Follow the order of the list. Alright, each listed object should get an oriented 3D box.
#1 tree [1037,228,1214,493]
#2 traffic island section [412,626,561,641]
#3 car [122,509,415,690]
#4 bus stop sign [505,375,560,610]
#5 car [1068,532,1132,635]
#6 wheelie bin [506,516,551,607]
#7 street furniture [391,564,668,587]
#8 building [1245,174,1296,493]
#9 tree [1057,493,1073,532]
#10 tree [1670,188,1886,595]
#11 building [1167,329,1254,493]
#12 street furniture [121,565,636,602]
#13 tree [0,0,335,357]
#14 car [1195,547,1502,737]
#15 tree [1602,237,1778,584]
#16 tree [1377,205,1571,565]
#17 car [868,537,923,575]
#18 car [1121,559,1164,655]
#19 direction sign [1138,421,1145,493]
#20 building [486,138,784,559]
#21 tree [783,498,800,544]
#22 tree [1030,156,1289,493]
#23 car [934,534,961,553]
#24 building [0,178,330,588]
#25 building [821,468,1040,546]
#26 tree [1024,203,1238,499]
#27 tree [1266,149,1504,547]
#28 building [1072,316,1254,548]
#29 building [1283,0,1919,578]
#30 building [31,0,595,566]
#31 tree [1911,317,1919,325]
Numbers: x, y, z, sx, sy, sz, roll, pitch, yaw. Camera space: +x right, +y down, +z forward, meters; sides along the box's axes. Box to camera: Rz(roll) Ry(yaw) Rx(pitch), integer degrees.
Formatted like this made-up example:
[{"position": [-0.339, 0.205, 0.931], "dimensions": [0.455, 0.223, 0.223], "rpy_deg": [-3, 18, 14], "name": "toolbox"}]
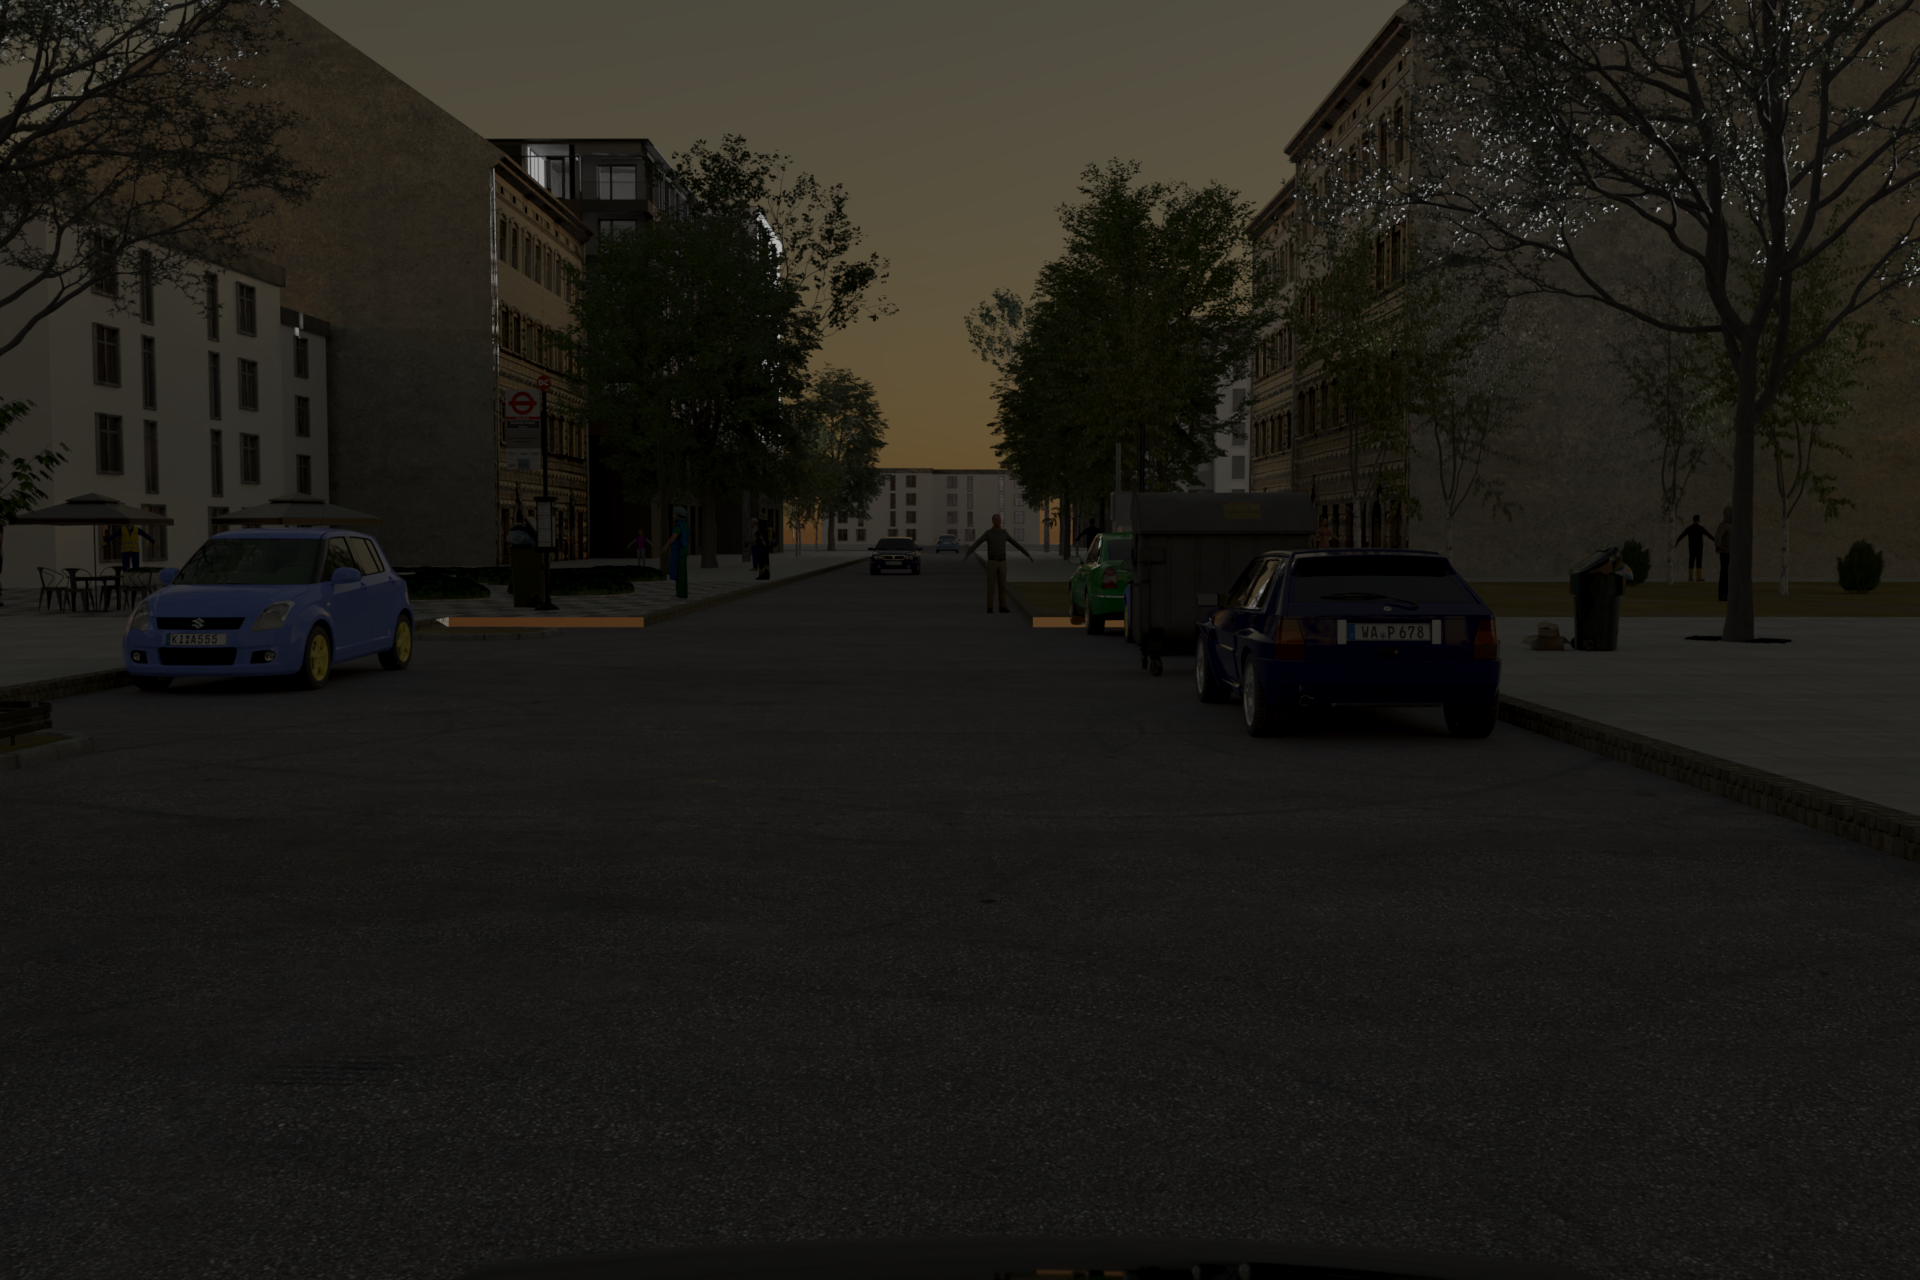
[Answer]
[{"position": [4.160, -5.541, 40.950], "dimensions": [4.737, 8.622, 4.395], "rpy_deg": [0, 3, 0], "name": "tree"}, {"position": [-6.702, -0.085, 24.262], "dimensions": [1.991, 0.108, 1.994], "rpy_deg": [0, 4, 1], "name": "traffic island section"}, {"position": [-6.710, -0.455, 17.024], "dimensions": [1.945, 1.707, 3.694], "rpy_deg": [0, 4, 0], "name": "car"}, {"position": [-7.205, -2.476, 29.189], "dimensions": [0.855, 3.939, 0.416], "rpy_deg": [0, 4, -1], "name": "bus stop sign"}, {"position": [2.651, -1.052, 26.003], "dimensions": [1.959, 1.807, 4.718], "rpy_deg": [0, 4, -1], "name": "car"}, {"position": [-7.560, -1.377, 30.416], "dimensions": [0.693, 1.594, 0.980], "rpy_deg": [0, 4, -1], "name": "wheelie bin"}, {"position": [-12.416, -1.746, 44.168], "dimensions": [10.072, 0.657, 5.734], "rpy_deg": [-1, 4, -15], "name": "street furniture"}, {"position": [23.794, -15.071, 77.345], "dimensions": [19.493, 23.208, 18.063], "rpy_deg": [0, 3, 0], "name": "building"}, {"position": [14.375, -16.445, 219.237], "dimensions": [4.737, 8.622, 4.395], "rpy_deg": [0, 3, 0], "name": "tree"}, {"position": [17.177, -5.242, 36.063], "dimensions": [4.737, 8.622, 4.395], "rpy_deg": [0, 3, 0], "name": "tree"}, {"position": [24.358, -18.520, 159.225], "dimensions": [16.016, 20.090, 11.380], "rpy_deg": [0, 4, 0], "name": "building"}, {"position": [-12.128, -1.242, 35.927], "dimensions": [10.072, 0.657, 5.734], "rpy_deg": [1, 4, 15], "name": "street furniture"}, {"position": [-12.458, -6.759, 20.887], "dimensions": [12.009, 13.543, 11.850], "rpy_deg": [0, 3, 0], "name": "tree"}, {"position": [2.890, -0.059, 13.545], "dimensions": [1.945, 1.354, 3.894], "rpy_deg": [0, 3, 0], "name": "car"}, {"position": [17.883, -5.725, 43.960], "dimensions": [4.360, 8.622, 3.978], "rpy_deg": [0, 3, 0], "name": "tree"}, {"position": [11.094, -5.445, 39.390], "dimensions": [4.360, 8.622, 3.978], "rpy_deg": [0, 3, 0], "name": "tree"}, {"position": [-2.293, -3.013, 61.845], "dimensions": [1.945, 1.354, 3.894], "rpy_deg": [0, 4, 0], "name": "car"}, {"position": [3.022, -0.743, 21.743], "dimensions": [1.945, 1.707, 3.694], "rpy_deg": [0, 4, 0], "name": "car"}, {"position": [3.695, -2.650, 35.330], "dimensions": [0.379, 3.537, 0.876], "rpy_deg": [0, 4, -1], "name": "direction sign"}, {"position": [-26.522, -16.035, 106.149], "dimensions": [27.936, 21.610, 32.646], "rpy_deg": [0, 4, 0], "name": "building"}, {"position": [-21.666, -16.640, 222.432], "dimensions": [4.737, 8.622, 4.395], "rpy_deg": [0, 3, 0], "name": "tree"}, {"position": [5.591, -7.499, 48.365], "dimensions": [9.928, 11.665, 9.643], "rpy_deg": [0, 3, 0], "name": "tree"}, {"position": [-0.953, -7.200, 129.720], "dimensions": [2.014, 1.417, 4.499], "rpy_deg": [0, 4, 0], "name": "car"}, {"position": [-25.809, -6.891, 54.807], "dimensions": [9.099, 9.664, 28.070], "rpy_deg": [0, 4, 0], "name": "building"}, {"position": [-3.711, -16.894, 220.821], "dimensions": [28.070, 9.664, 9.099], "rpy_deg": [0, 4, -4], "name": "building"}, {"position": [5.863, -8.635, 59.315], "dimensions": [7.486, 12.596, 7.792], "rpy_deg": [0, 3, 0], "name": "tree"}, {"position": [7.929, -5.082, 33.453], "dimensions": [4.737, 8.622, 4.395], "rpy_deg": [0, 3, 0], "name": "tree"}, {"position": [25.399, -20.479, 178.811], "dimensions": [27.936, 21.610, 32.646], "rpy_deg": [0, 4, 0], "name": "building"}, {"position": [22.389, -13.961, 59.195], "dimensions": [19.493, 23.208, 18.063], "rpy_deg": [0, 4, 0], "name": "building"}, {"position": [-27.911, -15.100, 77.810], "dimensions": [19.493, 23.208, 18.063], "rpy_deg": [0, 4, -1], "name": "building"}, {"position": [27.097, -7.586, 42.152], "dimensions": [7.486, 12.596, 7.792], "rpy_deg": [0, 3, 0], "name": "tree"}]
